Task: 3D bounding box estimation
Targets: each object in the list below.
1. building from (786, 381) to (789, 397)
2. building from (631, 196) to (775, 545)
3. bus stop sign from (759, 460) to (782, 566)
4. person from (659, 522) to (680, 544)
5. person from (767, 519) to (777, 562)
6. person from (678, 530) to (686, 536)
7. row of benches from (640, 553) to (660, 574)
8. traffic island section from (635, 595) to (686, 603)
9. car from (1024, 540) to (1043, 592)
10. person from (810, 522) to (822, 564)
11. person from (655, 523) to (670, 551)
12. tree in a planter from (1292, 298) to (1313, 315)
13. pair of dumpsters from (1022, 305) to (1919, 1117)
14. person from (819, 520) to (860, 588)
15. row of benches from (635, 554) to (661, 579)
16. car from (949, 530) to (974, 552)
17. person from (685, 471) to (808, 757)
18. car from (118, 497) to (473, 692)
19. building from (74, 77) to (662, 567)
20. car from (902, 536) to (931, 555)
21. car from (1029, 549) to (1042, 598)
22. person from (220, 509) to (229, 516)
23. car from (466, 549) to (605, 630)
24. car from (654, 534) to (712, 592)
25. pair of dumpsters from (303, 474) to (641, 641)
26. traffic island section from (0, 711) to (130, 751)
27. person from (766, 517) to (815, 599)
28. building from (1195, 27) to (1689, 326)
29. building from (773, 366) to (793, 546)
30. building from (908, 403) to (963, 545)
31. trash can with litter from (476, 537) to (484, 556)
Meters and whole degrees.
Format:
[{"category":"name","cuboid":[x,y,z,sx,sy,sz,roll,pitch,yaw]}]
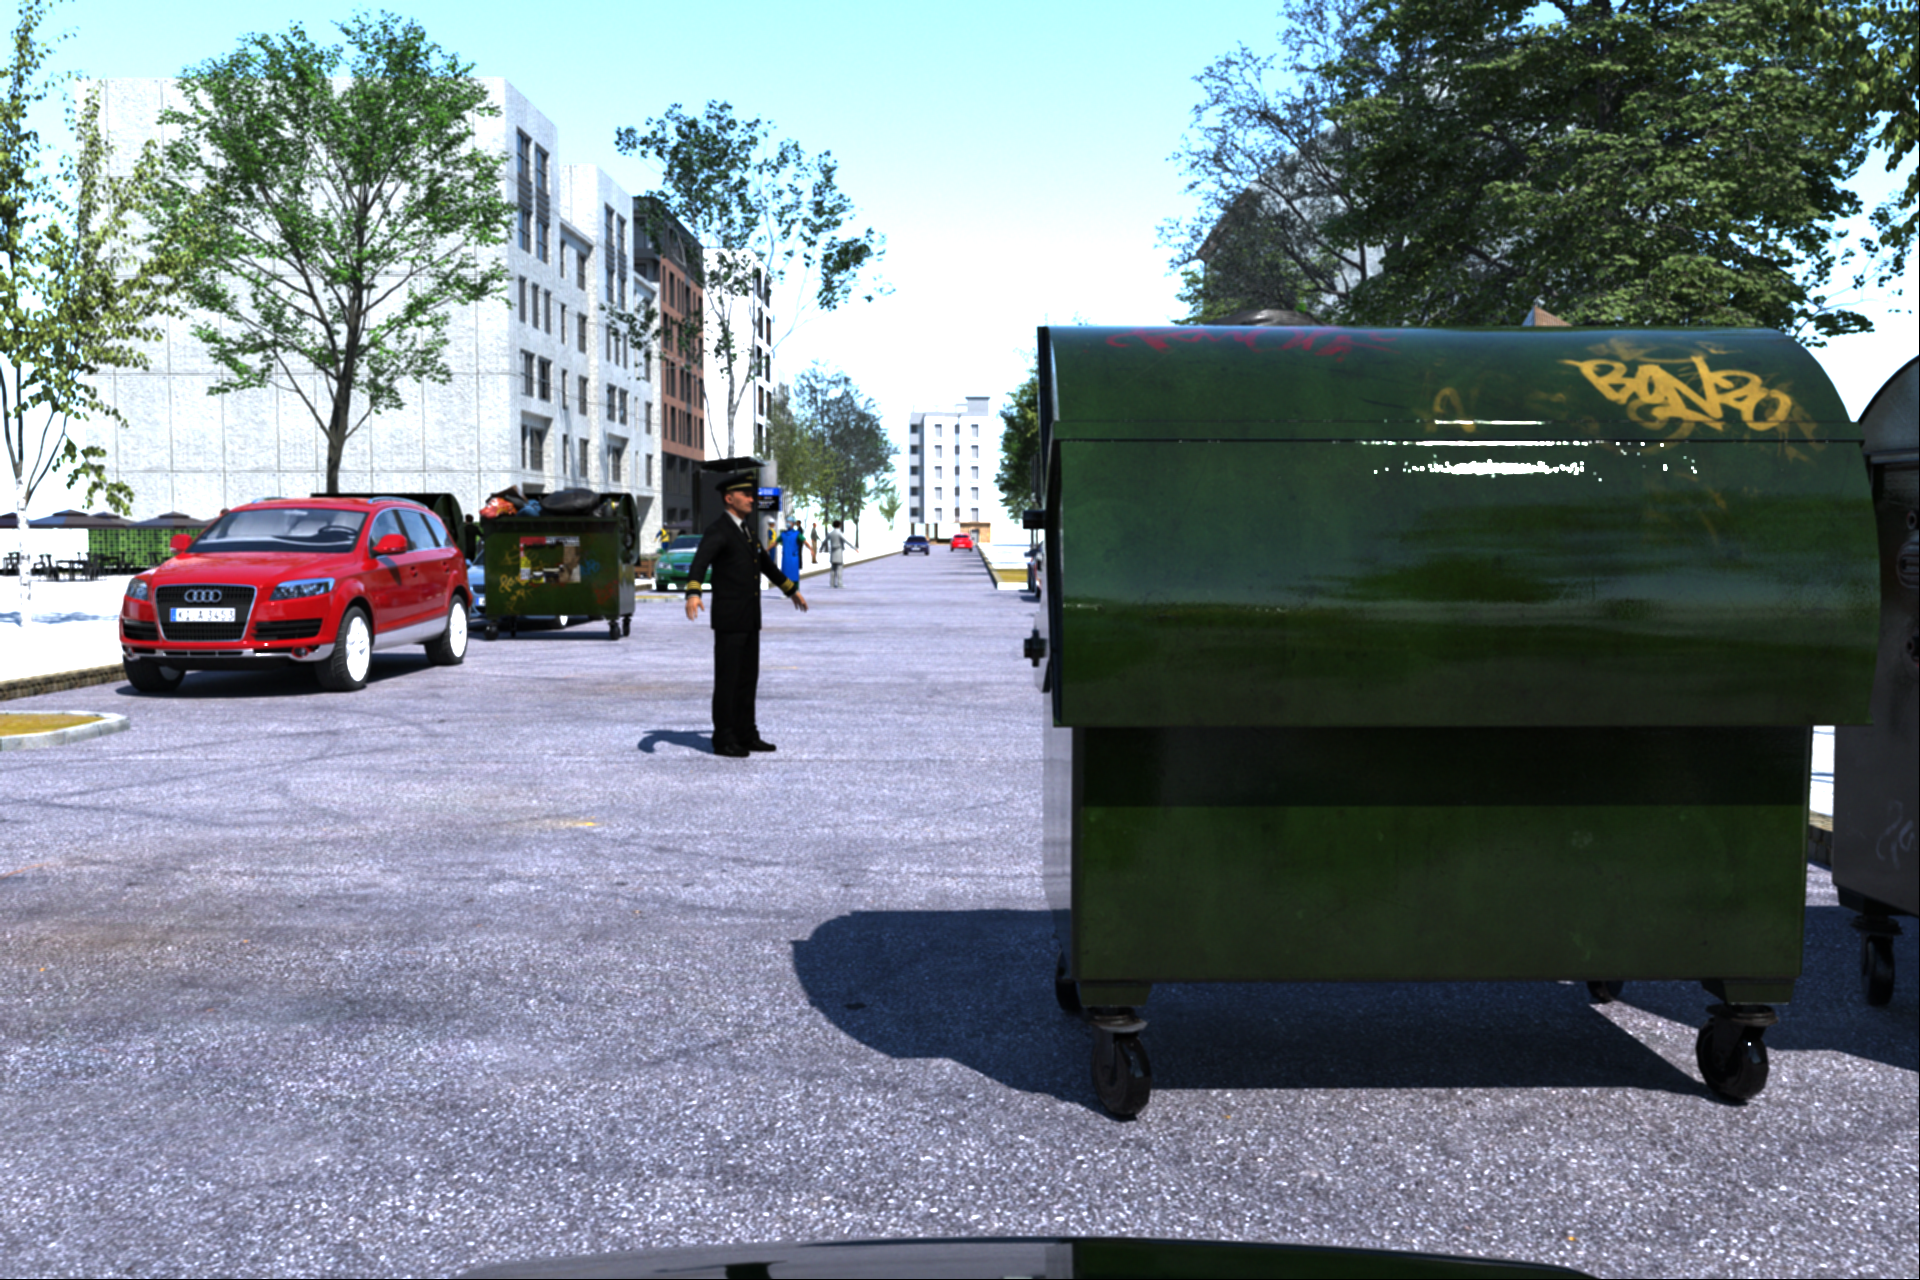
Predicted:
[{"category":"building","cuboid":[-26.193,-21.168,202.518,16.016,20.090,11.380,0,4,1]},{"category":"building","cuboid":[-28.735,-16.969,121.423,27.936,21.610,32.646,0,4,1]},{"category":"bus stop sign","cuboid":[-6.822,-4.454,61.846,0.837,3.901,0.837,0,4,2]},{"category":"person","cuboid":[-12.578,-4.280,76.112,1.348,1.813,0.705,-2,4,-30]},{"category":"person","cuboid":[-5.946,-2.999,55.500,0.721,1.772,1.216,0,4,-1]},{"category":"person","cuboid":[-10.314,-3.491,63.805,0.721,1.740,1.216,0,4,-1]},{"category":"row of benches","cuboid":[-10.012,-2.440,55.359,1.422,0.672,4.104,0,3,0]},{"category":"traffic island section","cuboid":[-6.908,-0.880,37.256,1.991,0.108,1.994,0,4,1]},{"category":"car","cuboid":[2.612,-1.912,43.842,1.945,1.354,3.894,0,3,0]},{"category":"person","cuboid":[-6.249,-4.184,74.682,0.705,1.796,1.348,1,4,13]},{"category":"person","cuboid":[-14.130,-4.716,83.082,0.705,1.833,1.349,3,5,43]},{"category":"tree in a planter","cuboid":[2.644,-0.976,13.186,1.991,3.239,1.994,0,4,1]},{"category":"pair of dumpsters","cuboid":[2.387,0.011,4.771,4.436,2.255,1.574,0,4,-1]},{"category":"person","cuboid":[-3.264,-2.294,46.145,1.347,1.806,0.705,2,4,35]},{"category":"row of benches","cuboid":[-9.131,-2.181,51.118,1.422,0.672,4.104,0,4,-1]},{"category":"car","cuboid":[0.122,-8.208,143.245,2.155,1.783,4.494,0,3,0]},{"category":"person","cuboid":[-1.430,-0.177,11.287,0.705,1.837,1.347,2,4,26]},{"category":"car","cuboid":[-6.484,-0.536,17.429,2.281,1.827,5.304,0,4,0]},{"category":"building","cuboid":[-25.676,-13.256,83.190,16.747,18.905,31.486,0,4,1]},{"category":"car","cuboid":[-2.977,-6.459,118.192,1.945,1.354,3.894,0,4,0]},{"category":"car","cuboid":[2.594,-1.756,37.753,2.155,1.783,4.494,0,4,-1]},{"category":"person","cuboid":[-13.972,-1.595,32.646,0.750,1.759,0.617,0,4,3]},{"category":"car","cuboid":[-6.785,-0.946,27.475,2.014,1.417,4.499,0,4,1]},{"category":"car","cuboid":[-6.633,-2.001,44.519,2.131,1.459,4.920,0,4,0]},{"category":"pair of dumpsters","cuboid":[-6.677,-1.144,23.650,4.436,2.255,1.574,0,4,0]},{"category":"traffic island section","cuboid":[-7.071,0.652,12.205,1.991,0.108,1.994,0,3,0]},{"category":"person","cuboid":[-3.759,-1.815,38.256,1.347,1.817,0.704,2,4,25]},{"category":"building","cuboid":[22.253,-15.477,83.985,19.493,23.208,18.063,0,4,1]},{"category":"building","cuboid":[-27.465,-19.302,182.049,16.747,18.905,31.486,0,3,0]},{"category":"building","cuboid":[-6.851,-23.415,241.709,11.380,20.090,16.016,1,4,10]},{"category":"trash can with litter","cuboid":[-10.179,-1.632,37.738,1.678,1.210,2.233,0,4,0]}]
